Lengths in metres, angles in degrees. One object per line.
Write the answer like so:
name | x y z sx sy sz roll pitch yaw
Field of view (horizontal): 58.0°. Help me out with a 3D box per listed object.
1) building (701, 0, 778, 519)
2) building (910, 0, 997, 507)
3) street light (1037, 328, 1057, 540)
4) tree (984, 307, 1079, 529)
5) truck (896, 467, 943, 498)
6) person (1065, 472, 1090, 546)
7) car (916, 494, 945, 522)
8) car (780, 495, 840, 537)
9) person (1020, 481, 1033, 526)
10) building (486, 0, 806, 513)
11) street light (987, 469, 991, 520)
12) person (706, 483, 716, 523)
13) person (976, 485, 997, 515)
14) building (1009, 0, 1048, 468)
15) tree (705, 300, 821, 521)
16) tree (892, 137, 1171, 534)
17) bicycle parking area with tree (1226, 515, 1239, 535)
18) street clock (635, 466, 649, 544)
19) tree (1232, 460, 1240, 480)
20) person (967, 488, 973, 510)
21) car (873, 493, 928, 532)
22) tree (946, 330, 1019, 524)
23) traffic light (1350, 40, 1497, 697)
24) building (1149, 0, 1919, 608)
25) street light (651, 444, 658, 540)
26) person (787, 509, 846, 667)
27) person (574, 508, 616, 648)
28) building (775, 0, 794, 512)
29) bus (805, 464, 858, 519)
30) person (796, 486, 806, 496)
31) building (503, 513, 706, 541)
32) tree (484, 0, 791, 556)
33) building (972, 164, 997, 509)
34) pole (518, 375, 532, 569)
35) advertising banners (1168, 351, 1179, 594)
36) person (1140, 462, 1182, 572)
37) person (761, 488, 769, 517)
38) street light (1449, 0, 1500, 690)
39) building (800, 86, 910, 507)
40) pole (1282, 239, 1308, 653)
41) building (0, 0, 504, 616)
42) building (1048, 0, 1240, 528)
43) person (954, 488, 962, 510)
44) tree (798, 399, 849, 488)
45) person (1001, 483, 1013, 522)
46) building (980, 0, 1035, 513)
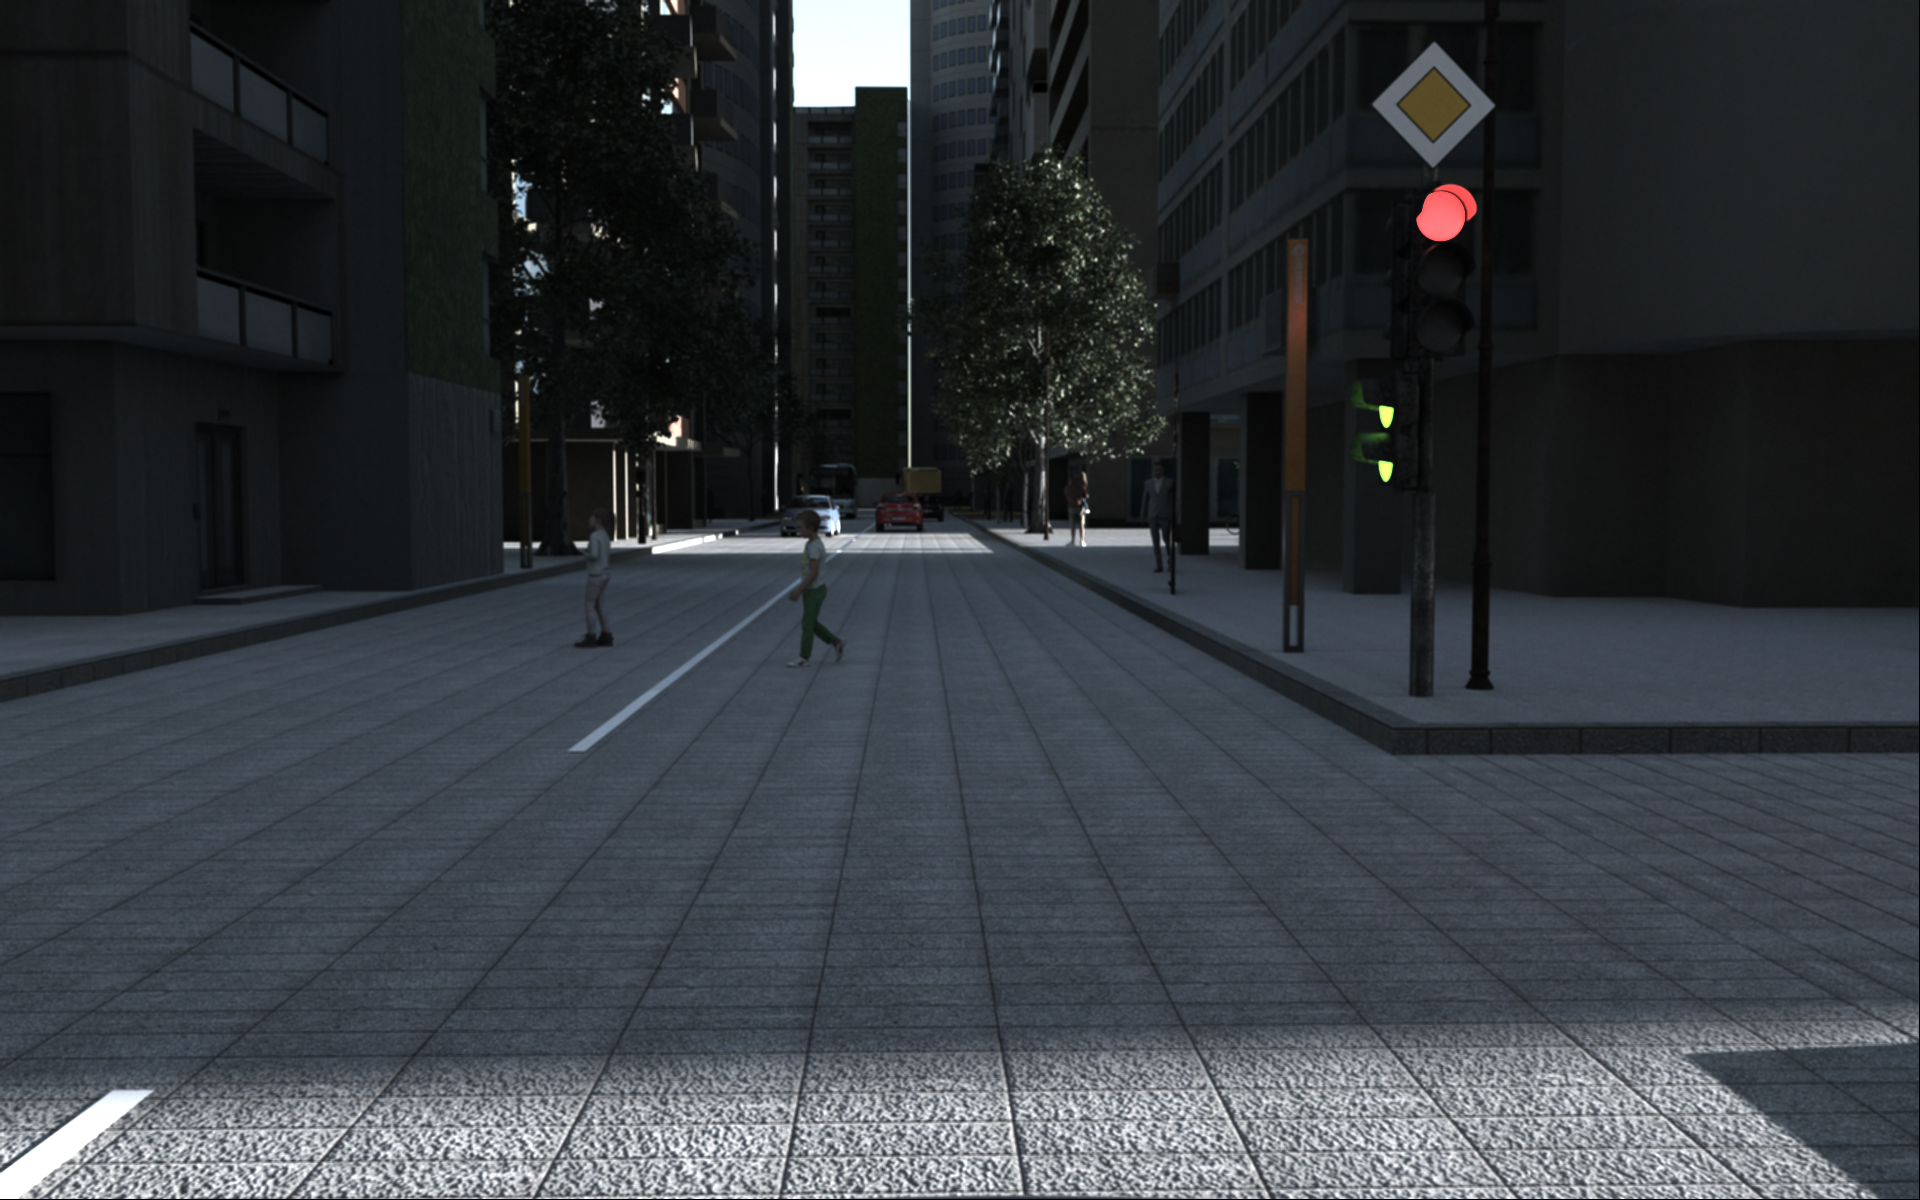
building | -22.219 -34.088 99.335 21.231 58.520 28.212 0 4 -2
building | 8.912 -39.056 180.560 28.212 58.520 21.231 0 4 -2
street light | 2.418 -4.619 48.312 0.468 5.910 1.993 0 4 -2
tree | 2.435 -6.946 63.936 4.360 8.622 3.978 0 3 0
truck | -2.817 -7.860 124.431 3.469 3.379 9.791 0 4 -3
person | 2.927 -2.257 42.918 0.580 1.828 0.573 -3 5 -42
car | -1.755 -4.979 91.189 2.009 1.686 4.222 0 4 -2
car | -5.093 -2.887 59.211 2.014 1.417 4.499 0 4 0
person | 2.684 -3.839 68.984 0.590 1.801 0.661 3 5 42
building | -27.824 -30.221 148.742 28.867 44.769 22.147 0 4 -2
street light | 1.430 -6.886 85.379 0.468 5.910 1.993 0 4 -2
person | -11.093 -4.290 76.603 0.576 1.772 0.534 -1 4 -9
person | 1.668 -6.122 106.217 1.350 1.814 0.705 -1 4 -12
building | 16.995 -31.359 101.953 28.713 52.752 27.495 0 4 -2
tree | -10.216 -9.012 81.752 7.601 10.594 8.767 -2 4 -24
tree | 2.603 -8.516 56.246 9.611 12.733 9.660 0 3 0
bicycle parking area with tree | 12.199 -3.940 51.425 9.016 4.147 8.231 1 4 15
street clock | -8.197 -2.449 44.615 0.358 2.002 0.471 0 4 -4
tree | 8.006 -3.136 45.869 1.663 3.219 1.824 0 3 0
person | 0.796 -8.209 140.706 0.568 1.767 0.683 -1 4 -20
car | -2.321 -3.548 67.050 2.155 1.783 4.494 0 4 -1
tree | 1.434 -7.613 74.835 4.737 8.622 4.395 0 3 0
traffic light | 2.915 -1.344 10.900 0.839 4.253 0.868 0 4 -2
building | 16.078 -20.494 26.961 23.993 40.220 32.217 0 4 -2
street light | -8.577 -4.626 48.422 0.468 5.910 1.993 0 4 -2
person | -1.193 -0.105 14.458 0.590 1.304 0.306 -2 4 -35
person | -3.419 -0.210 16.216 0.394 1.301 0.425 0 4 -8
building | -19.074 -26.793 121.661 14.154 41.232 14.086 0 4 -2
bus | -7.491 -6.649 103.563 2.948 3.499 13.247 0 4 -2
person | -10.425 -6.605 114.065 0.705 1.821 1.348 -3 5 -44
building | -19.350 -24.672 58.018 22.147 44.769 28.867 0 4 -2
tree | -8.320 -7.274 35.931 9.611 12.733 9.660 0 3 0
building | 8.033 -23.397 154.243 14.160 30.474 14.107 0 4 -2
pole | -7.476 -2.197 29.770 0.158 3.312 0.155 0 3 0
advertising banners | 2.752 -1.597 22.297 0.090 3.025 2.074 0 4 6
person | 3.293 -1.361 28.414 0.709 1.813 0.853 1 4 16
person | -10.707 -5.364 95.214 0.415 1.643 0.593 -3 4 -37
street light | 3.427 -2.352 11.246 0.468 5.910 1.993 0 4 -2
building | -12.145 -30.200 177.364 14.086 41.232 14.154 0 4 -2
pole | 2.704 -1.232 13.982 0.158 3.312 0.155 0 3 0
building | -14.215 -20.560 19.753 14.154 41.232 14.086 0 4 -2
building | 15.249 -27.600 74.960 21.300 48.544 21.600 0 4 -2
person | -0.177 -7.878 135.291 0.683 1.767 0.568 0 4 -7
tree | -10.944 -11.271 134.635 4.360 8.622 3.978 0 3 0
person | 2.175 -4.534 80.347 0.590 1.801 0.661 2 4 35
building | 13.673 -31.286 131.137 23.786 49.044 30.456 0 4 -2
